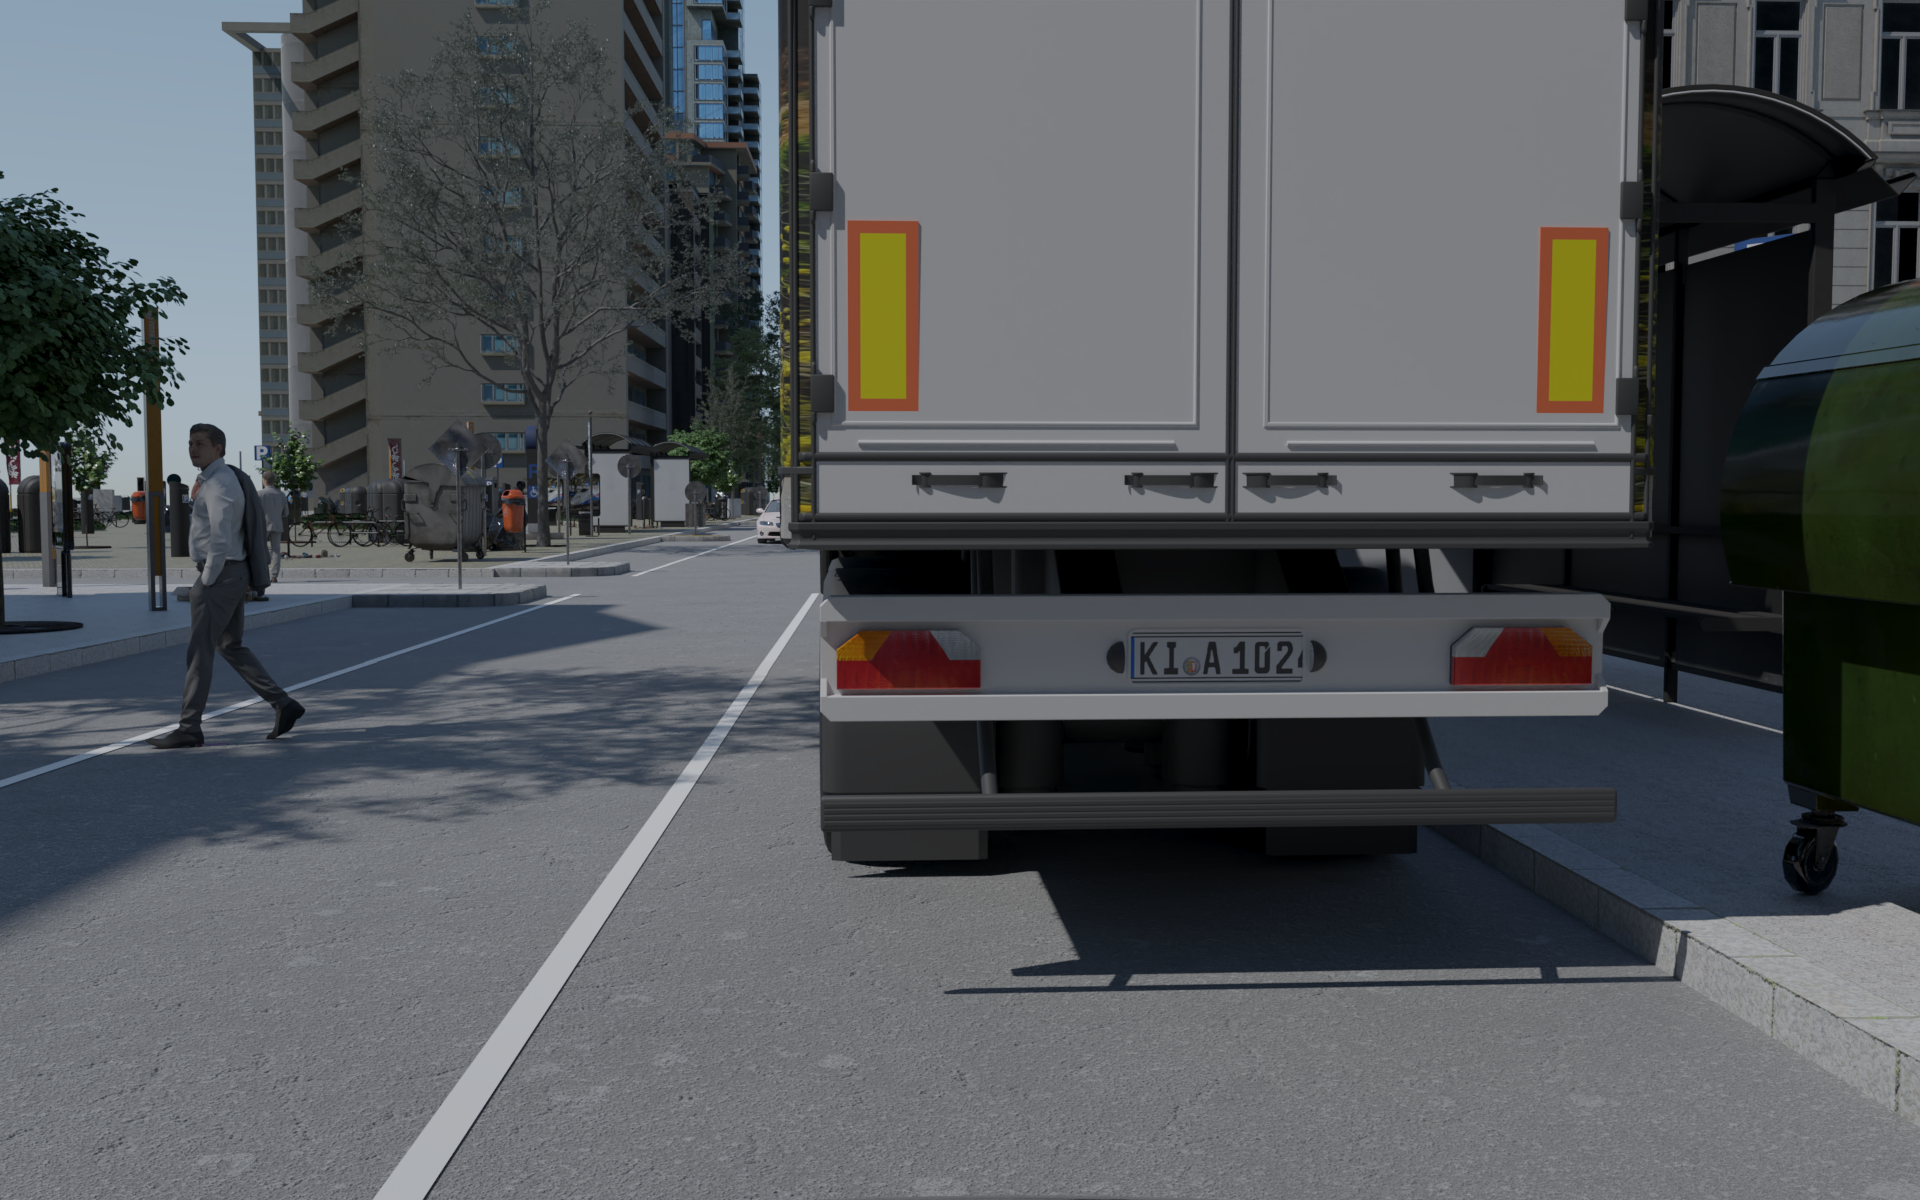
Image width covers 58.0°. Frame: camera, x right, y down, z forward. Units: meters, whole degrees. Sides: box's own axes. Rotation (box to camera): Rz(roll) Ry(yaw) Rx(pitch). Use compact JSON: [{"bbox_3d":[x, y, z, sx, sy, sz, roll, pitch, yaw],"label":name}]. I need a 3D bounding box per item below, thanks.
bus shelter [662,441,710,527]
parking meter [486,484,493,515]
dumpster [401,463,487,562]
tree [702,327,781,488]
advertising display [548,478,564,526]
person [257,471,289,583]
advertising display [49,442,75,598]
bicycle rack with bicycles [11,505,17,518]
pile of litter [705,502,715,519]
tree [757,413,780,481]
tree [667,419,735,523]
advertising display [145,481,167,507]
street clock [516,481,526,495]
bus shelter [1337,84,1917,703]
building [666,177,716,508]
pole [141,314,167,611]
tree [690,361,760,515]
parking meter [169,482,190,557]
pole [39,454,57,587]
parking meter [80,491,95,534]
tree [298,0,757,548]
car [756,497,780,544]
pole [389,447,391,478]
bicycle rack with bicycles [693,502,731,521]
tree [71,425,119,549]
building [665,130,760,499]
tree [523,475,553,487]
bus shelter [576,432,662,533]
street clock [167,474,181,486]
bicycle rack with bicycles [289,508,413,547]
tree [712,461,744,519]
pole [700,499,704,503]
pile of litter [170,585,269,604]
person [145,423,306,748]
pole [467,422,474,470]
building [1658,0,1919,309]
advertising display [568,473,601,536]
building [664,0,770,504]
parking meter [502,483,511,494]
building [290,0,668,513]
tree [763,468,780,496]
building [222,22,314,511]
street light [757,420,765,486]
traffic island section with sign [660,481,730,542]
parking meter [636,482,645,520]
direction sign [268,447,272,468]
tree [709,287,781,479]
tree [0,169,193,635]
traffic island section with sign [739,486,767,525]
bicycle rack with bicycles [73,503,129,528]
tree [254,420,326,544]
[{"bbox_3d":[-11.282,-4.612,69.334,2.014,3.302,5.546,0,4,-2],"label":"bus shelter"},{"bbox_3d":[-11.956,-2.153,43.617,0.372,1.533,0.369,0,3,0],"label":"parking meter"},{"bbox_3d":[-9.907,-1.683,33.272,1.264,1.857,1.865,0,4,-3],"label":"dumpster"},{"bbox_3d":[-13.912,-12.226,118.016,7.486,12.596,7.792,0,3,0],"label":"tree"},{"bbox_3d":[-16.486,-3.961,69.984,0.974,1.923,0.123,1,4,9],"label":"advertising display"},{"bbox_3d":[-11.236,-1.184,28.058,0.583,1.804,0.606,3,4,36],"label":"person"},{"bbox_3d":[-11.236,-1.007,21.677,0.123,1.923,0.974,-2,4,-35],"label":"advertising display"},{"bbox_3d":[-42.908,-4.177,81.672,2.925,0.926,2.852,3,4,37],"label":"bicycle rack with bicycles"},{"bbox_3d":[-13.332,-4.735,91.377,1.176,0.858,1.719,3,5,41],"label":"pile of litter"},{"bbox_3d":[-16.833,-16.208,182.015,9.611,12.733,9.660,0,3,0],"label":"tree"},{"bbox_3d":[-11.409,-5.652,76.128,4.285,4.588,4.351,0,3,0],"label":"tree"},{"bbox_3d":[-38.557,-4.759,83.017,0.974,1.923,0.123,-3,5,-41],"label":"advertising display"},{"bbox_3d":[-23.882,-5.486,94.272,0.471,2.002,0.358,2,4,28],"label":"street clock"},{"bbox_3d":[3.603,-1.066,11.349,2.014,3.302,5.546,0,4,-2],"label":"bus shelter"},{"bbox_3d":[-30.195,-23.685,158.945,14.160,30.474,14.107,0,4,-2],"label":"building"},{"bbox_3d":[-8.830,-1.537,18.967,0.158,3.312,0.155,0,3,0],"label":"pole"},{"bbox_3d":[-13.232,-8.940,96.539,4.360,8.622,3.978,0,3,0],"label":"tree"},{"bbox_3d":[-15.912,-1.646,35.328,0.372,1.533,0.369,0,3,0],"label":"parking meter"},{"bbox_3d":[-12.574,-1.837,23.872,0.158,3.312,0.155,0,3,0],"label":"pole"},{"bbox_3d":[-28.108,-2.898,55.786,0.372,1.533,0.369,0,3,0],"label":"parking meter"},{"bbox_3d":[-10.162,-8.042,41.851,12.009,13.543,11.850,0,3,0],"label":"tree"},{"bbox_3d":[-4.975,-2.403,51.651,2.083,1.381,4.827,0,4,-1],"label":"car"},{"bbox_3d":[-22.872,-4.644,69.774,0.158,3.312,0.155,0,3,0],"label":"pole"},{"bbox_3d":[-12.386,-4.228,82.508,2.925,0.926,2.852,0,4,-3],"label":"bicycle rack with bicycles"},{"bbox_3d":[-20.729,-2.822,40.741,1.663,3.219,1.824,0,3,0],"label":"tree"},{"bbox_3d":[-36.156,-34.008,210.651,22.147,44.769,28.867,0,4,-2],"label":"building"},{"bbox_3d":[-23.450,-6.217,96.255,1.663,3.219,1.824,0,3,0],"label":"tree"},{"bbox_3d":[-11.706,-4.013,59.536,2.014,3.302,5.546,0,4,-3],"label":"bus shelter"},{"bbox_3d":[-27.728,-3.460,61.144,0.471,2.002,0.358,-2,4,-26],"label":"street clock"},{"bbox_3d":[-14.593,-1.788,42.615,2.925,0.926,2.852,1,4,12],"label":"bicycle rack with bicycles"},{"bbox_3d":[-11.978,-5.724,88.196,1.663,3.219,1.824,0,3,0],"label":"tree"},{"bbox_3d":[-13.959,-6.108,93.716,0.158,3.312,0.155,0,3,0],"label":"pole"},{"bbox_3d":[-8.883,-0.420,20.828,1.176,0.858,1.719,-1,4,-8],"label":"pile of litter"},{"bbox_3d":[-4.219,-0.081,9.918,0.850,1.850,0.679,-1,4,-22],"label":"person"},{"bbox_3d":[-13.855,-3.379,49.093,0.158,3.312,0.155,0,3,0],"label":"pole"},{"bbox_3d":[31.775,-16.636,48.414,44.131,29.872,17.030,0,4,-2],"label":"building"},{"bbox_3d":[-11.594,-2.952,53.474,0.974,1.923,0.123,-1,4,-12],"label":"advertising display"},{"bbox_3d":[-37.417,-56.671,239.235,22.319,86.520,31.000,0,4,-2],"label":"building"},{"bbox_3d":[-23.580,-5.164,90.135,0.255,1.863,0.399,3,5,40],"label":"parking meter"},{"bbox_3d":[-31.795,-30.129,116.309,21.300,48.544,21.600,0,4,-2],"label":"building"},{"bbox_3d":[-14.137,-8.344,131.018,1.663,3.219,1.824,0,3,0],"label":"tree"},{"bbox_3d":[-38.383,-27.362,139.257,32.217,40.220,23.993,0,4,-2],"label":"building"},{"bbox_3d":[-12.457,-8.282,108.192,0.468,5.910,1.993,0,4,-2],"label":"street light"},{"bbox_3d":[-8.073,-2.715,53.011,1.989,1.847,2.006,0,4,-2],"label":"traffic island section with sign"},{"bbox_3d":[-15.688,-4.857,85.118,0.399,1.863,0.255,2,4,30],"label":"parking meter"},{"bbox_3d":[-33.165,-5.586,83.320,0.379,3.537,0.876,-2,4,-30],"label":"direction sign"},{"bbox_3d":[-13.639,-17.388,140.181,12.611,20.169,13.585,0,3,0],"label":"tree"},{"bbox_3d":[-9.181,-1.992,16.291,4.285,4.588,4.351,0,3,0],"label":"tree"},{"bbox_3d":[-9.300,-4.435,81.136,1.989,1.847,2.006,0,4,-2],"label":"traffic island section with sign"},{"bbox_3d":[-33.163,-3.211,65.886,2.925,0.926,2.852,-1,4,-10],"label":"bicycle rack with bicycles"},{"bbox_3d":[-17.468,-3.108,45.422,1.663,3.219,1.824,0,3,0],"label":"tree"}]
